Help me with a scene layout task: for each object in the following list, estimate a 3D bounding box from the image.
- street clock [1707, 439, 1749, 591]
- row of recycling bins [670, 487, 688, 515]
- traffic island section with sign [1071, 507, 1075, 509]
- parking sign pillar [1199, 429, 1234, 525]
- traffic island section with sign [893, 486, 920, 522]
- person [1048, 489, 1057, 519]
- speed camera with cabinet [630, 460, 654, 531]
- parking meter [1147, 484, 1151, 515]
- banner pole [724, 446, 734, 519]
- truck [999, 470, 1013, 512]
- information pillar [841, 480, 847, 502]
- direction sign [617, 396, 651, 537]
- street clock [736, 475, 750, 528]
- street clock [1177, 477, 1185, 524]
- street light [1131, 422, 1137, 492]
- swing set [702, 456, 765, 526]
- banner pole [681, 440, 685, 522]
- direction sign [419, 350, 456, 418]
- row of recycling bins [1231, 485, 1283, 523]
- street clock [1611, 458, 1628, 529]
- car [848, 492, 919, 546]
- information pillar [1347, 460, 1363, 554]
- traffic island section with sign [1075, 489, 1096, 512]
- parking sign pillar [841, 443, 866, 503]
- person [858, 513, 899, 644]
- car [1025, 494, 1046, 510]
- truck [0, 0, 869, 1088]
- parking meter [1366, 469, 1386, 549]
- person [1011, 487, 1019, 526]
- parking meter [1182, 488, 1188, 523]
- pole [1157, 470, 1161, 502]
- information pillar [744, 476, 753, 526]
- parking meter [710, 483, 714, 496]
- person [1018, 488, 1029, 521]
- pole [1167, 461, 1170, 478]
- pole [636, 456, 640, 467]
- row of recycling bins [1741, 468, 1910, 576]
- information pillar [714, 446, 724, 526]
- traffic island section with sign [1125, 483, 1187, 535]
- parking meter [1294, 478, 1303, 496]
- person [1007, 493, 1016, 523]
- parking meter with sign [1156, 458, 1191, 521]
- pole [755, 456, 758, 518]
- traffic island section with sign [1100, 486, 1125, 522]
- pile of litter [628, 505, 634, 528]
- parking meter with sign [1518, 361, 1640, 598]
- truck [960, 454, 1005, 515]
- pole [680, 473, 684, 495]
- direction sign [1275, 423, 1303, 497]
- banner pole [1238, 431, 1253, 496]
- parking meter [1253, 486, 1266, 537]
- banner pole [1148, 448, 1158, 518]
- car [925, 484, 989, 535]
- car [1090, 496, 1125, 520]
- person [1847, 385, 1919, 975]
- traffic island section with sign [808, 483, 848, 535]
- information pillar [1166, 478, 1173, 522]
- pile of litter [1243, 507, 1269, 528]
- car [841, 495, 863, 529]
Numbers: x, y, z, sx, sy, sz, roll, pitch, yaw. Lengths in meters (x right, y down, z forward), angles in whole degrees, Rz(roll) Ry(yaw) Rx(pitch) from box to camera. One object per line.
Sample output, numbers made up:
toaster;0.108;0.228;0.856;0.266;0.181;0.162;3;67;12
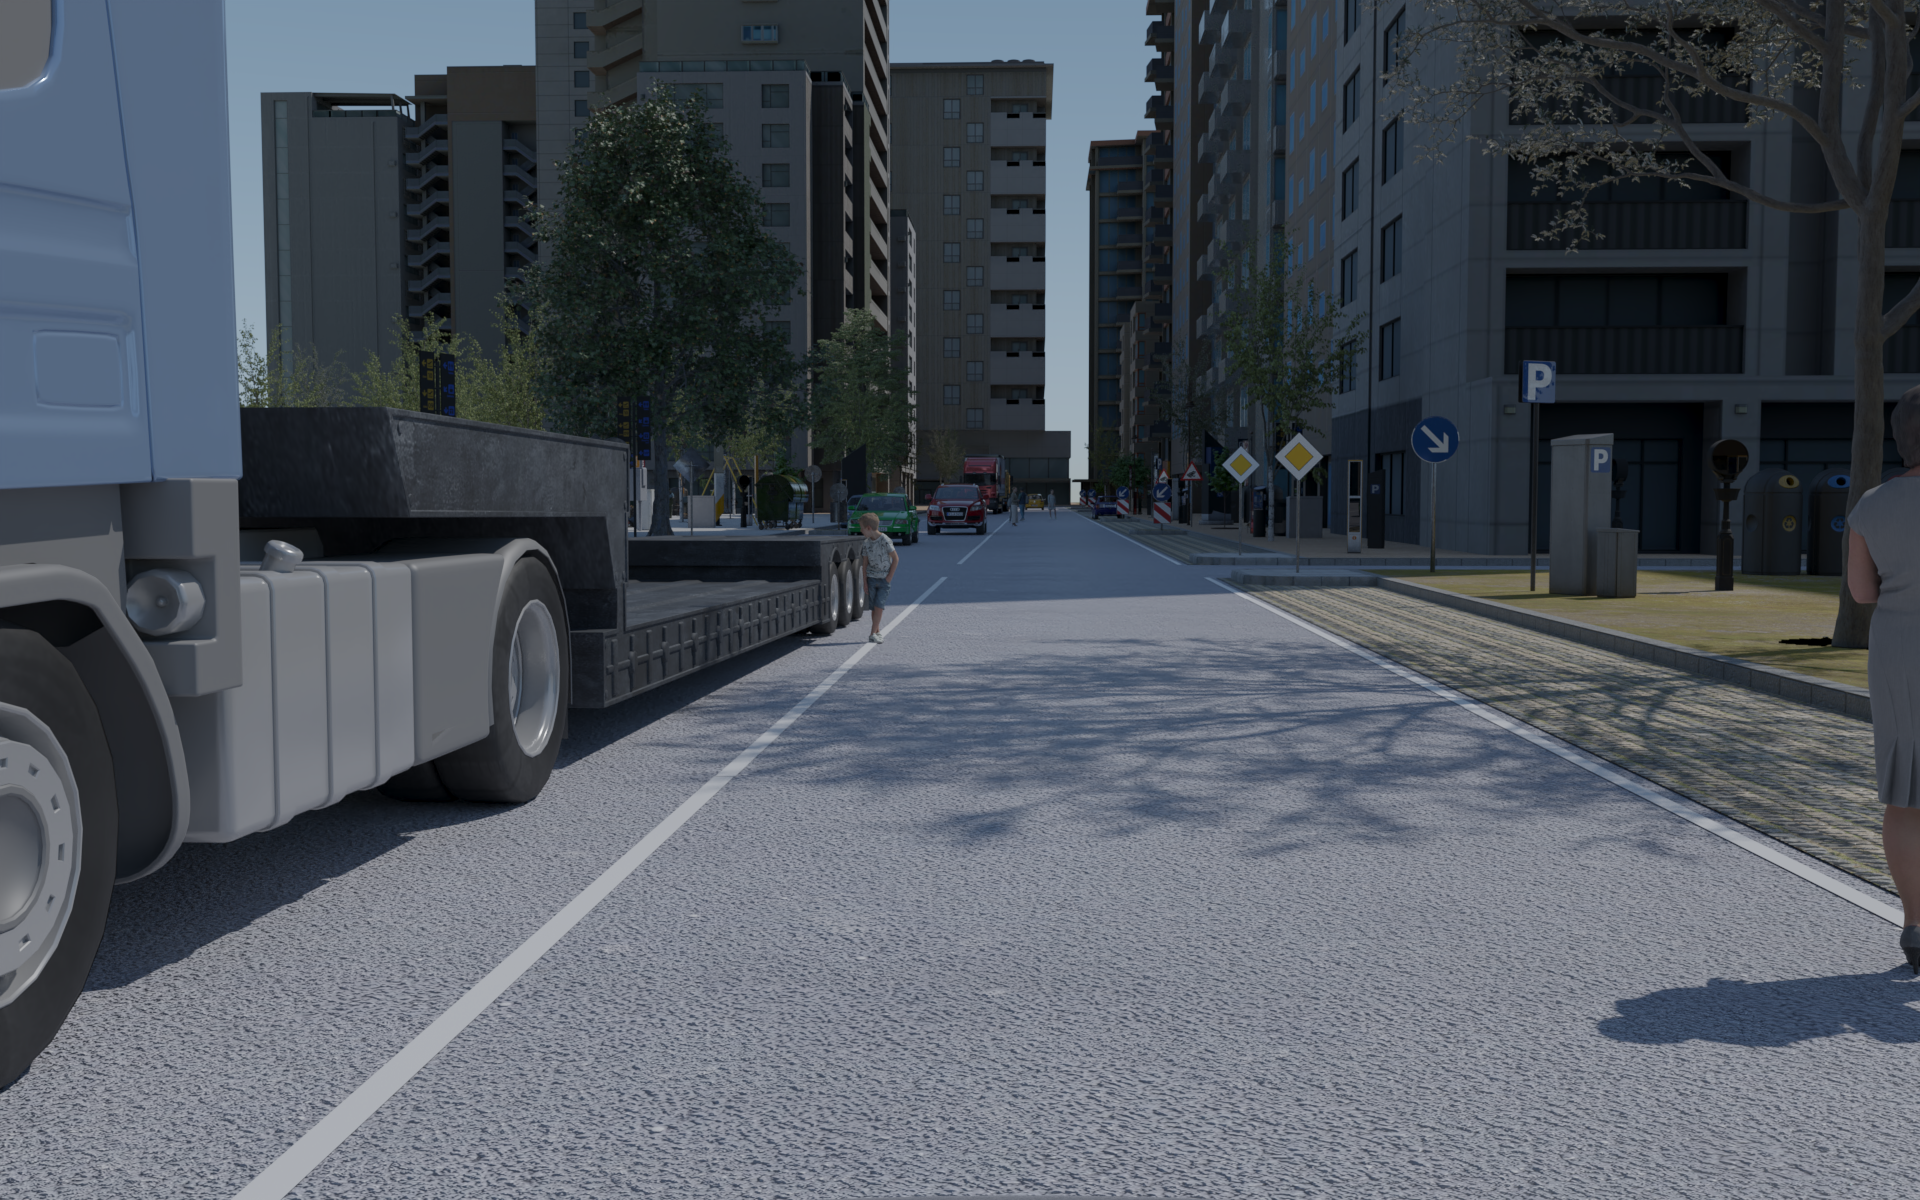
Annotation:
street clock;10.165;-1.126;22.979;0.471;2.002;0.358;0;4;8
row of recycling bins;-17.229;-6.065;106.280;1.069;1.692;3.534;0;4;-3
traffic island section with sign;11.582;-9.585;165.348;1.989;1.847;2.006;0;4;3
parking sign pillar;10.684;-5.113;72.067;1.447;3.967;1.447;-2;4;-35
traffic island section with sign;-3.065;-4.923;89.114;1.989;1.847;2.006;0;4;3
person;5.228;-5.442;98.486;0.512;1.701;0.522;-2;4;-26
speed camera with cabinet;-11.163;-4.075;60.957;0.660;3.252;2.038;1;4;9
parking meter;11.506;-6.093;105.339;0.255;1.863;0.399;0;4;6
banner pole;-12.144;-6.112;89.944;0.863;3.779;0.401;-3;4;-38
truck;2.676;-8.884;141.169;3.469;3.379;9.791;0;4;3
information pillar;-5.945;-5.150;88.702;0.304;2.012;0.304;0;4;-4
direction sign;-7.553;-2.948;40.196;0.876;3.537;0.379;1;4;22
street clock;-8.267;-3.764;66.112;0.471;2.002;0.358;-2;4;-33
street clock;9.549;-4.298;74.834;0.358;2.002;0.471;0;4;3
street light;11.138;-8.430;110.615;0.468;5.910;1.993;0;4;3
swing set;-9.658;-4.546;71.955;2.862;2.851;3.119;0;4;0
banner pole;-12.594;-5.437;78.914;0.401;3.779;0.863;0;4;3
direction sign;-8.358;-2.189;27.791;0.379;3.537;0.876;1;4;20
row of recycling bins;12.547;-4.259;76.755;3.534;1.692;1.069;0;4;-2
street clock;13.381;-1.875;35.234;0.358;2.002;0.471;0;4;0
car;-2.169;-2.494;49.575;1.959;1.807;4.718;0;4;2
information pillar;8.530;-2.015;37.436;0.304;2.012;0.304;1;4;11
traffic island section with sign;10.396;-7.931;138.293;1.989;1.847;2.006;0;4;3
parking sign pillar;-5.632;-6.299;91.456;1.447;3.967;1.447;-1;4;-14
person;-0.791;-0.214;16.688;0.352;1.250;0.332;-2;4;-29
car;6.613;-8.783;153.820;2.015;1.641;3.980;0;4;2
truck;-2.930;-1.304;11.085;2.967;4.110;18.799;0;4;4
parking meter;9.788;-2.144;40.769;0.399;1.863;0.255;2;4;28
person;2.476;-4.188;77.522;0.362;1.759;0.519;1;4;12
parking meter;9.823;-4.113;75.658;0.372;1.533;0.369;0;3;0
pole;12.030;-6.778;104.668;0.158;3.312;0.155;0;3;0
information pillar;-8.555;-3.991;69.743;0.304;2.012;0.304;1;4;22
parking meter;-12.646;-5.083;88.811;0.255;1.863;0.399;1;4;18
person;3.305;-5.074;91.804;0.721;1.781;0.623;3;4;36
pole;13.001;-6.994;108.191;0.158;3.312;0.155;0;3;0
pole;-17.179;-6.025;92.351;0.158;3.312;0.155;0;3;0
row of recycling bins;14.207;-1.228;27.186;3.534;1.692;1.069;1;4;18
information pillar;-9.664;-4.773;69.386;0.183;3.616;0.504;2;4;35
traffic island section with sign;6.999;-3.228;61.403;1.989;1.847;2.006;0;4;3
parking meter;12.049;-3.424;61.687;0.255;1.863;0.399;2;4;29
person;2.593;-4.586;86.073;0.503;1.515;0.523;0;4;-7
parking meter with sign;10.382;-5.361;83.912;1.738;3.016;0.543;2;4;30
pole;-10.767;-5.983;91.671;0.158;3.312;0.155;0;3;0
traffic island section with sign;8.218;-4.914;88.971;1.989;1.847;2.006;0;4;3
pile of litter;-12.885;-3.211;66.469;1.176;0.858;1.719;2;4;32
parking meter with sign;7.889;-1.576;22.028;0.543;3.016;1.738;-1;4;-23
truck;1.746;-8.316;124.879;2.839;4.237;11.283;0;4;4
pole;-15.822;-6.406;98.575;0.158;3.312;0.155;0;3;0
direction sign;10.430;-3.852;54.972;0.876;3.537;0.379;0;4;-7
banner pole;11.380;-4.823;68.876;0.863;3.779;0.401;-1;4;-22
parking meter;8.909;-2.635;51.497;0.372;1.533;0.369;0;3;0
banner pole;10.518;-6.344;93.738;0.401;3.779;0.863;-2;4;-24
car;-0.075;-3.286;62.401;2.281;1.827;5.304;0;4;2
car;8.385;-5.236;98.194;1.945;1.354;3.894;0;4;2
person;3.060;0.225;5.175;0.532;1.782;0.716;-3;5;-45
traffic island section with sign;-4.283;-3.234;61.510;1.989;1.847;2.006;0;4;3
information pillar;9.747;-4.659;80.672;0.304;2.012;0.304;0;4;0
pile of litter;11.441;-3.222;66.646;1.176;0.858;1.719;2;4;32
car;-3.985;-3.756;73.410;2.014;1.417;4.499;0;4;3
